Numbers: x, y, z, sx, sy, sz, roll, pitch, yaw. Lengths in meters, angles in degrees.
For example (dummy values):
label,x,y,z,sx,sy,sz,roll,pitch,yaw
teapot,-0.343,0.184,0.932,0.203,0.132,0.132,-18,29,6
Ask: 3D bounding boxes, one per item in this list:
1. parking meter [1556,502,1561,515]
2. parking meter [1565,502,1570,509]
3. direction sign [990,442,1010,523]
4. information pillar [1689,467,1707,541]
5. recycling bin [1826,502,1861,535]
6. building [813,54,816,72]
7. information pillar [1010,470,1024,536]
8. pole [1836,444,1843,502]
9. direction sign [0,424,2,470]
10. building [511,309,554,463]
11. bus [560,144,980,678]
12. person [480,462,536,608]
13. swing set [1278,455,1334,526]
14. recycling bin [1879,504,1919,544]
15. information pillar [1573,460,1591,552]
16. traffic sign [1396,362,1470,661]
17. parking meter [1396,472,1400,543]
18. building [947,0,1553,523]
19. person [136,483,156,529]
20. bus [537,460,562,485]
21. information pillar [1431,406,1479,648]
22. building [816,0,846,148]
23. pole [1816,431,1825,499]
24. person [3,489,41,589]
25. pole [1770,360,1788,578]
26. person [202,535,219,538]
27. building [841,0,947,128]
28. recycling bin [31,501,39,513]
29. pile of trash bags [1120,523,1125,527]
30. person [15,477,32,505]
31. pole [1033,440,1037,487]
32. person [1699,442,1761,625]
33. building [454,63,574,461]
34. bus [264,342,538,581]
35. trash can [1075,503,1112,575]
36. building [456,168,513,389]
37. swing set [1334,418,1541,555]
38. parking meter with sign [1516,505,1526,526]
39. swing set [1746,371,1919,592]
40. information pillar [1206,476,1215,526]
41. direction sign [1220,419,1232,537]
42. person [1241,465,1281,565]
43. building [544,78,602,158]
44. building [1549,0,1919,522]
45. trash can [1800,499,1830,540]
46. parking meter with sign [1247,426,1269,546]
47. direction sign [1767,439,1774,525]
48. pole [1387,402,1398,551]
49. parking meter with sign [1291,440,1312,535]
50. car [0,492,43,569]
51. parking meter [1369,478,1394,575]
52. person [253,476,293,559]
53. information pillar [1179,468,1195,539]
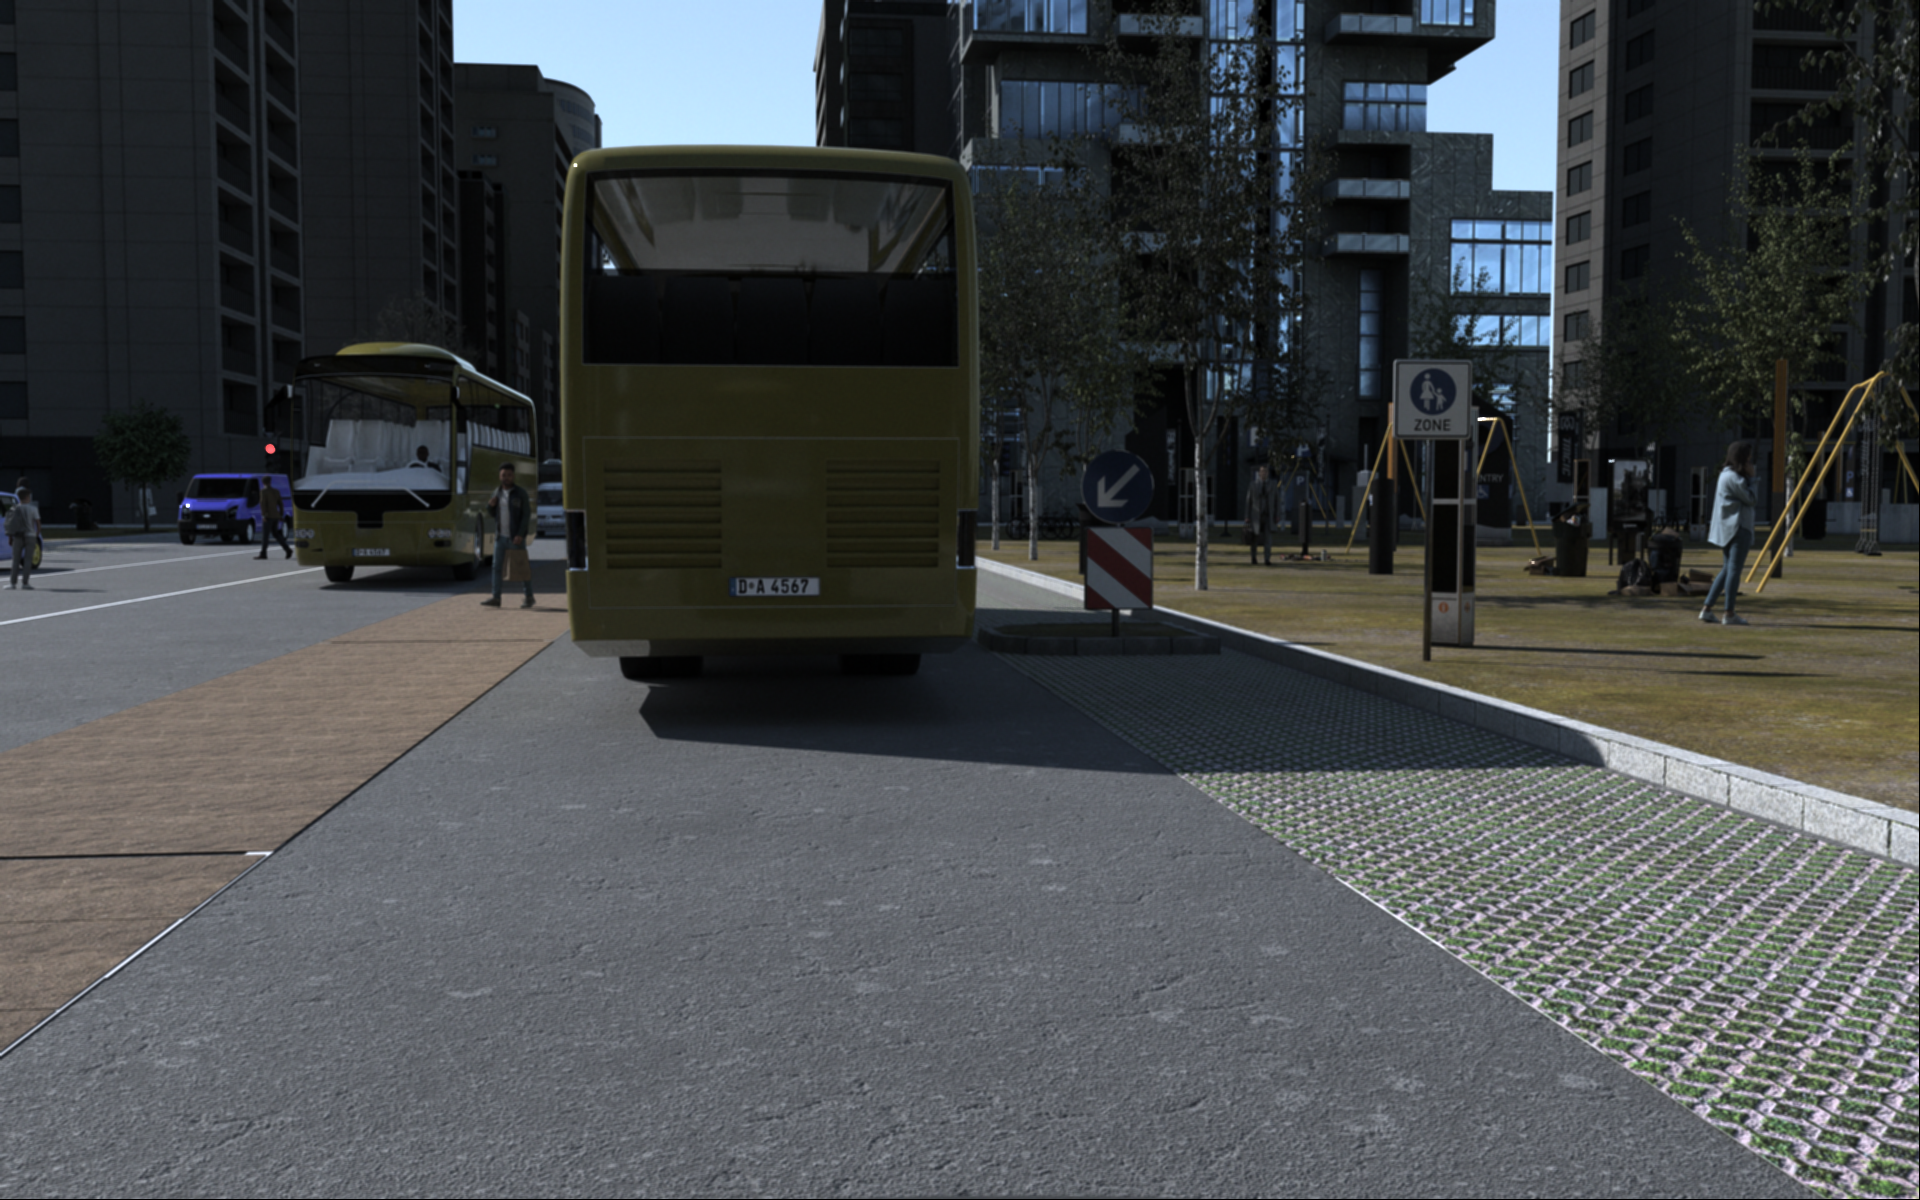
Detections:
label,x,y,z,sx,sy,sz,roll,pitch,yaw
parking meter,31.191,-5.159,90.067,0.255,1.863,0.399,2,4,27
parking meter,32.359,-5.121,92.145,0.372,1.533,0.369,0,3,0
direction sign,1.758,-5.136,75.968,0.876,3.537,0.379,-1,4,-17
information pillar,20.025,-2.598,46.977,0.304,2.012,0.304,-3,5,-39
recycling bin,28.152,-2.607,55.182,0.722,1.027,0.722,-1,4,-17
building,-0.951,-36.639,188.288,28.713,52.752,27.495,0,4,-7
information pillar,1.751,-3.003,53.587,0.304,2.012,0.304,-3,4,-37
pole,34.369,-4.519,67.730,0.158,3.312,0.155,0,3,0
direction sign,-31.199,-3.885,55.524,0.876,3.537,0.379,-2,4,-34
building,-56.699,-20.148,174.459,27.650,21.520,28.899,0,4,-7
bus,-1.824,-1.523,16.447,2.896,3.916,12.252,0,4,-7
person,-5.557,-0.795,21.482,0.794,1.824,0.713,3,4,37
swing set,13.482,-4.357,68.851,2.862,2.851,3.119,0,4,3
recycling bin,24.322,-1.970,44.771,0.722,1.027,0.722,-1,4,-14
information pillar,13.301,-1.992,37.068,0.304,2.012,0.304,1,4,12
traffic sign,3.591,-0.680,13.251,0.606,2.300,0.079,0,4,-5
parking meter,11.389,-2.432,45.479,0.255,1.863,0.399,1,4,22
building,11.422,-47.361,87.021,31.000,86.520,22.319,0,4,-7
person,-29.582,-3.462,63.006,0.694,1.780,0.624,1,4,18
bus,-21.646,-5.944,92.038,2.948,3.499,13.247,0,4,-7
information pillar,4.132,-0.614,14.533,0.304,2.012,0.304,3,5,40
building,-2.446,-33.018,163.545,21.300,48.544,21.600,0,4,-7
pole,27.904,-3.814,56.202,0.158,3.312,0.155,0,3,0
person,-14.145,-0.917,26.085,0.523,1.515,0.503,3,5,42
pole,12.483,-1.991,26.393,0.158,3.312,0.155,0,3,0
person,-24.386,-2.897,55.987,0.853,1.813,0.709,0,4,-8
building,2.172,-31.619,136.572,23.786,49.044,30.456,0,4,-7
recycling bin,-33.639,-3.044,62.326,0.722,1.027,0.722,-1,4,-12
pile of trash bags,6.154,-3.312,63.908,1.912,1.369,3.447,-2,4,-24
person,-20.177,-1.745,37.303,0.793,1.790,0.793,-3,5,-41
pole,2.854,-4.409,65.933,0.158,3.312,0.155,0,3,0
person,7.581,-0.658,17.061,0.793,1.790,0.793,-2,4,-25
building,-56.105,-35.192,199.093,21.300,48.544,21.600,0,4,-7
bus,-9.662,-2.459,31.755,2.896,3.916,12.252,0,4,-8
trash can,2.119,-0.900,26.363,0.748,1.137,0.748,0,3,0
building,-47.756,-23.351,153.493,14.160,30.474,14.107,0,4,-7
swing set,10.176,-2.396,36.793,2.862,2.851,3.119,-2,4,-34
parking meter with sign,21.758,-4.469,69.328,1.738,3.016,0.543,1,4,10
swing set,12.208,-1.565,23.209,2.862,2.851,3.119,1,4,22
information pillar,9.940,-3.934,68.818,0.304,2.012,0.304,1,4,20
direction sign,8.038,-3.684,52.231,0.379,3.537,0.876,0,4,-6
person,5.453,-1.540,31.328,0.694,1.812,0.767,0,4,6
building,-61.890,-42.902,243.440,21.231,58.520,28.212,0,4,-7
building,45.316,-39.789,88.798,20.611,71.187,20.563,0,4,-7
trash can,24.070,-2.272,48.807,0.748,1.137,0.748,0,3,0
parking meter with sign,7.501,-2.891,43.526,0.543,3.016,1.738,0,4,8
direction sign,33.650,-4.873,71.668,0.379,3.537,0.876,1,4,16
pole,9.654,-2.742,38.675,0.158,3.312,0.155,0,3,0
parking meter with sign,10.930,-3.628,55.586,0.543,3.016,1.738,1,4,17
car,-18.412,-1.358,31.788,1.945,1.707,3.694,0,4,-5
parking meter,6.755,-1.183,27.746,0.372,1.533,0.369,0,3,0
person,-15.151,-1.821,38.177,0.836,1.842,0.656,-1,4,-10
information pillar,6.422,-2.725,49.048,0.304,2.012,0.304,-3,4,-36
